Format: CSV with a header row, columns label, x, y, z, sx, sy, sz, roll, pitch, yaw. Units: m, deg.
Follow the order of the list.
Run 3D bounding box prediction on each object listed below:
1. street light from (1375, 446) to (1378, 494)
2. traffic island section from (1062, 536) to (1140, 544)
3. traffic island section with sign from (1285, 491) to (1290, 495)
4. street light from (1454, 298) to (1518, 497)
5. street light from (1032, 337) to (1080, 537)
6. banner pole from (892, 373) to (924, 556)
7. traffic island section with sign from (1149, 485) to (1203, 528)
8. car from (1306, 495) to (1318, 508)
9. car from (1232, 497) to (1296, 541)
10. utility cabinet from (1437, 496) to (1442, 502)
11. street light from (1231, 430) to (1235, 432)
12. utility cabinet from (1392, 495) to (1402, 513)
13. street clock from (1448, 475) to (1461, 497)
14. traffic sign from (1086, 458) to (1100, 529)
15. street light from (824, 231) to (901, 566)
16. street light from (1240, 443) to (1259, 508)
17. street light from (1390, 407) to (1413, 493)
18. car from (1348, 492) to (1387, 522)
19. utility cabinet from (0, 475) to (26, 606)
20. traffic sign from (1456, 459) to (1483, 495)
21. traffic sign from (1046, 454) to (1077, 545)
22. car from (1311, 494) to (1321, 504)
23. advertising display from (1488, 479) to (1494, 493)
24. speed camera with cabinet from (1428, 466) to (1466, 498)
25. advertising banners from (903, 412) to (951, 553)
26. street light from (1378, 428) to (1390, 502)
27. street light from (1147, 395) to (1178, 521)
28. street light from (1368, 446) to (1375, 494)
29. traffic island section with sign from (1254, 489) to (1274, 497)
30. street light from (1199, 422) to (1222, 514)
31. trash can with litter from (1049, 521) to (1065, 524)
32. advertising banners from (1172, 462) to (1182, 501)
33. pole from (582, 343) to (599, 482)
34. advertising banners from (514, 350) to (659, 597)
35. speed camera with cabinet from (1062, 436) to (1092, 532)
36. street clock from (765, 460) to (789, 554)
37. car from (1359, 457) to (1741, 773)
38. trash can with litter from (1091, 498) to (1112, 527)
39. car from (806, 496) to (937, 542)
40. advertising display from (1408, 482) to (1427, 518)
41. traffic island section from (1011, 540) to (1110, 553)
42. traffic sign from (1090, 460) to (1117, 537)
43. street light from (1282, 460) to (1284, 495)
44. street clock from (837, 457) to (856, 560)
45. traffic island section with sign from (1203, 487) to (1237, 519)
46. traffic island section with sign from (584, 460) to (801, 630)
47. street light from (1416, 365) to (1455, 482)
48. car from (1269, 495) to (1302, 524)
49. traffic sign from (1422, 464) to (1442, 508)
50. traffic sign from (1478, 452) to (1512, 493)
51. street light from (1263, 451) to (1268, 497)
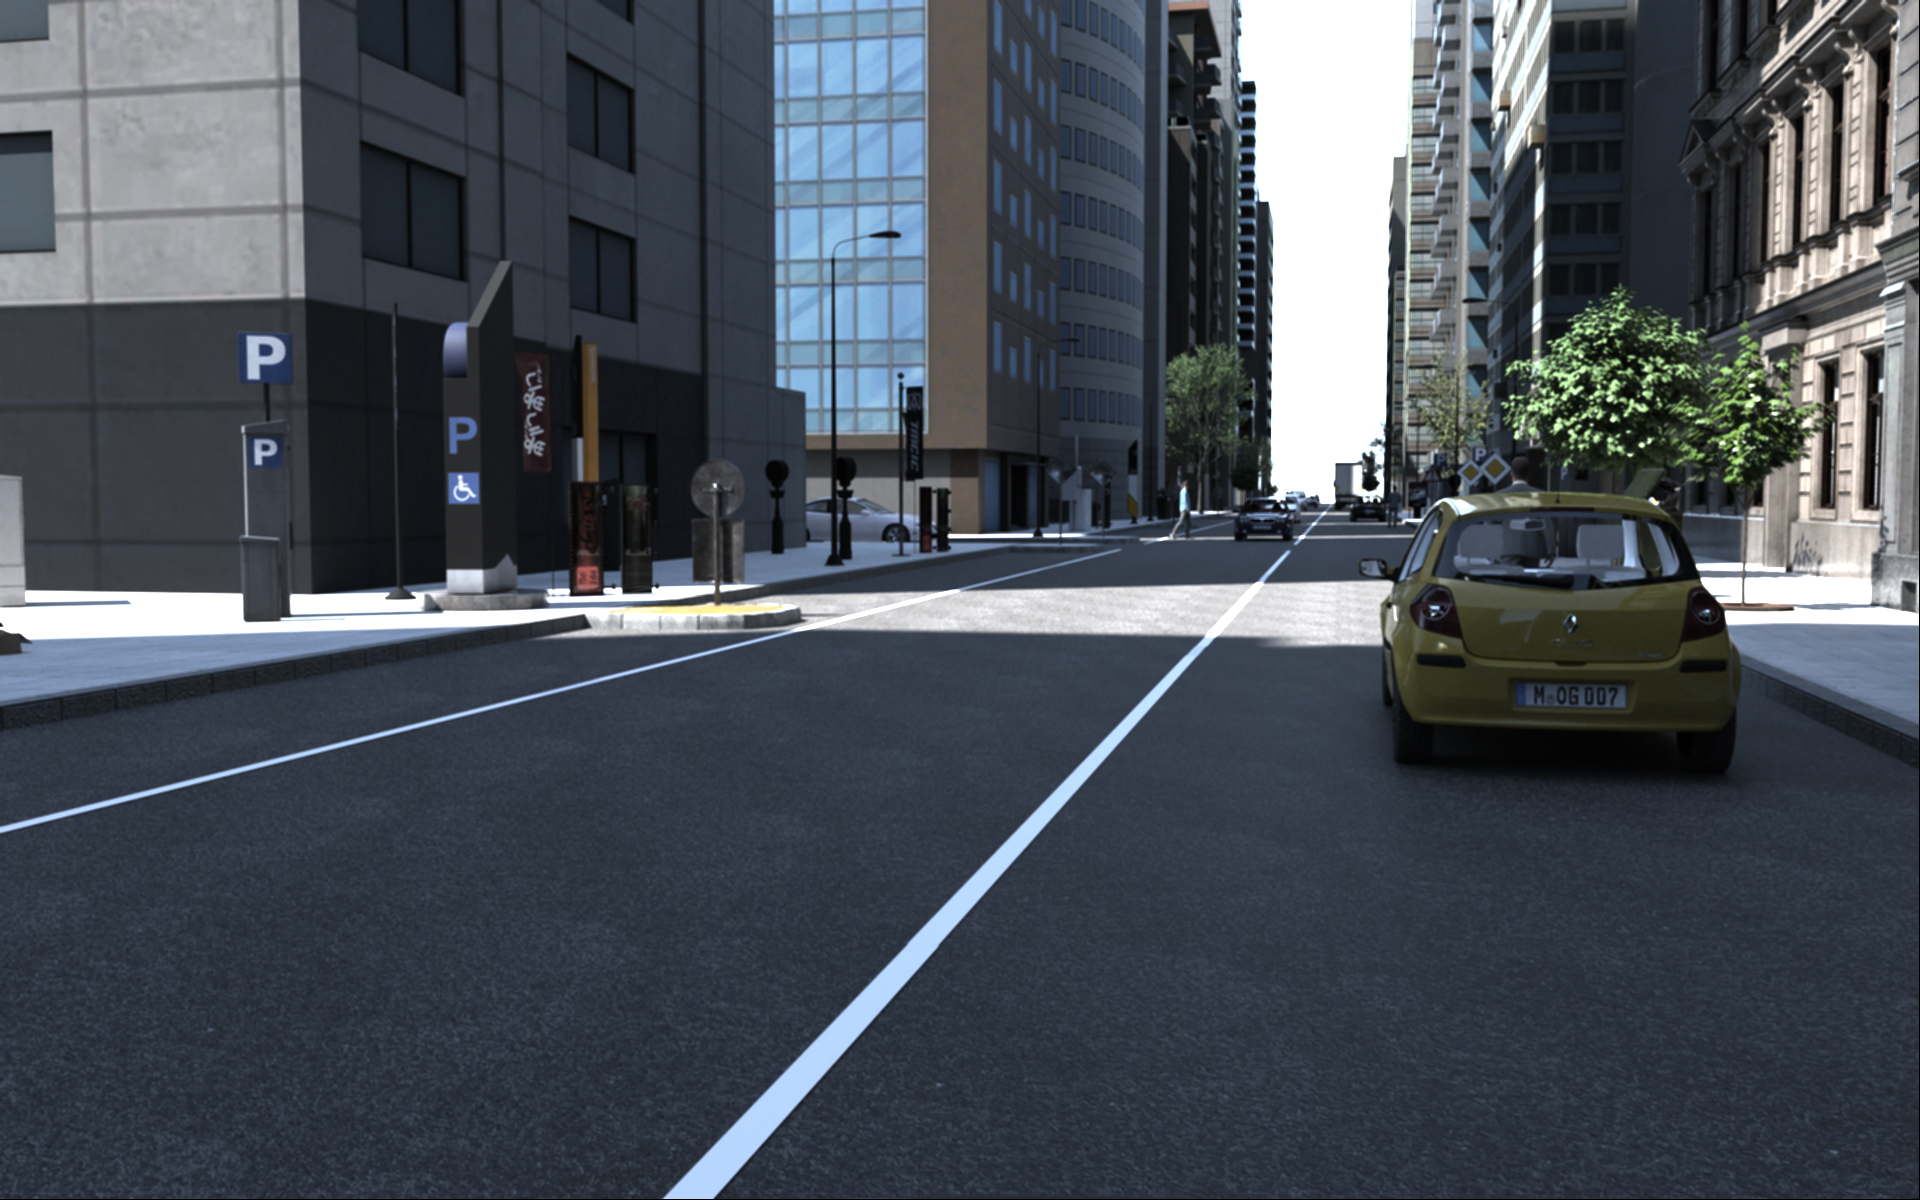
label,x,y,z,sx,sy,sz,roll,pitch,yaw
street light,33.421,-9.974,135.623,1.470,5.913,1.316,1,4,12
traffic island section,4.229,-1.780,51.390,2.009,0.180,2.903,1,4,12
traffic island section with sign,49.286,-15.119,255.826,1.989,1.847,2.006,1,4,12
street light,12.568,-4.188,41.007,1.470,5.913,1.316,1,4,12
street light,2.866,-4.837,51.619,1.470,5.913,1.316,1,4,12
banner pole,-1.047,-2.790,35.641,0.863,3.779,0.401,3,5,42
traffic island section with sign,9.093,-3.962,73.413,1.989,1.847,2.006,1,4,12
car,36.770,-10.400,182.612,1.945,1.354,3.894,1,4,12
car,9.551,-2.552,54.311,1.945,1.354,3.894,1,4,12
utility cabinet,22.179,-4.200,79.833,0.306,1.237,1.020,0,4,7
street light,19.280,-9.400,126.228,1.470,5.913,1.316,1,4,12
utility cabinet,30.320,-6.664,120.124,0.306,1.237,1.020,3,4,38
street clock,18.433,-3.669,64.560,0.358,2.002,0.471,-2,4,-24
traffic sign,5.011,-3.867,63.233,0.884,2.594,0.081,1,4,13
street light,-1.728,-3.564,30.818,1.470,5.913,1.316,1,4,12
street light,26.012,-11.248,156.452,1.470,5.913,1.316,1,4,12
street light,23.871,-7.336,92.482,1.470,5.913,1.316,1,4,12
car,21.244,-4.919,90.207,2.009,1.686,4.222,1,4,10
utility cabinet,-10.959,-0.692,19.985,0.318,1.500,1.173,-2,4,-29
traffic sign,14.449,-2.778,49.063,0.795,2.450,0.064,1,4,12
traffic sign,2.535,-2.439,43.525,0.795,2.450,0.064,1,4,12
car,53.967,-15.383,263.506,2.014,1.417,4.499,1,4,12
advertising display,20.783,-3.822,67.703,0.123,1.923,0.974,0,4,5
speed camera with cabinet,25.566,-5.908,90.933,0.660,3.252,2.038,-2,4,-34
advertising banners,-0.732,-2.545,37.804,0.090,3.025,2.074,2,4,29
street light,30.517,-9.168,122.444,1.470,5.913,1.316,1,4,12
street light,9.529,-6.669,81.577,1.470,5.913,1.316,1,4,12
street light,40.128,-11.834,166.027,1.470,5.913,1.316,1,4,12
traffic island section with sign,25.534,-8.525,148.015,1.989,1.847,2.006,1,4,12
street light,16.134,-8.502,111.548,1.470,5.913,1.316,1,4,12
trash can with litter,3.853,-3.884,74.556,2.233,1.210,1.678,2,4,31
advertising banners,11.288,-5.904,92.725,0.090,3.025,2.074,3,5,42
pole,-5.027,-1.821,23.612,0.158,3.312,0.155,0,3,0
advertising banners,-4.682,-1.564,21.765,2.074,3.025,0.090,-3,5,-45
speed camera with cabinet,3.989,-3.982,59.445,0.660,3.252,2.038,1,4,19
street clock,-3.917,-1.991,37.130,0.471,2.002,0.358,2,4,32
car,3.440,-0.013,10.441,2.015,1.641,3.980,1,4,12
trash can with litter,5.424,-3.468,68.086,1.055,1.170,0.624,-1,4,-19
car,-2.950,-2.155,47.600,4.827,1.381,2.083,1,4,12
advertising display,24.171,-5.277,91.496,0.974,1.923,0.123,2,4,33
traffic island section,2.510,-1.303,43.592,2.009,0.180,2.903,1,4,12
traffic sign,4.254,-2.916,51.323,0.795,2.450,0.064,1,4,12
street light,43.744,-16.203,237.463,1.470,5.913,1.316,1,4,12
street clock,-2.256,-1.799,33.991,0.358,2.002,0.471,-3,4,-39
traffic island section with sign,14.970,-5.594,100.085,1.989,1.847,2.006,1,4,12
traffic island section with sign,-2.856,-0.649,19.238,1.989,1.847,2.006,1,4,12
street light,17.274,-5.483,62.186,1.470,5.913,1.316,1,4,12
car,15.663,-4.427,84.388,2.014,1.417,4.499,1,4,14
traffic sign,20.645,-4.631,75.724,0.884,2.594,0.081,1,4,18
traffic sign,12.730,-2.301,41.265,0.795,2.450,0.064,1,4,12
street light,32.543,-13.108,186.854,1.470,5.913,1.316,1,4,12
